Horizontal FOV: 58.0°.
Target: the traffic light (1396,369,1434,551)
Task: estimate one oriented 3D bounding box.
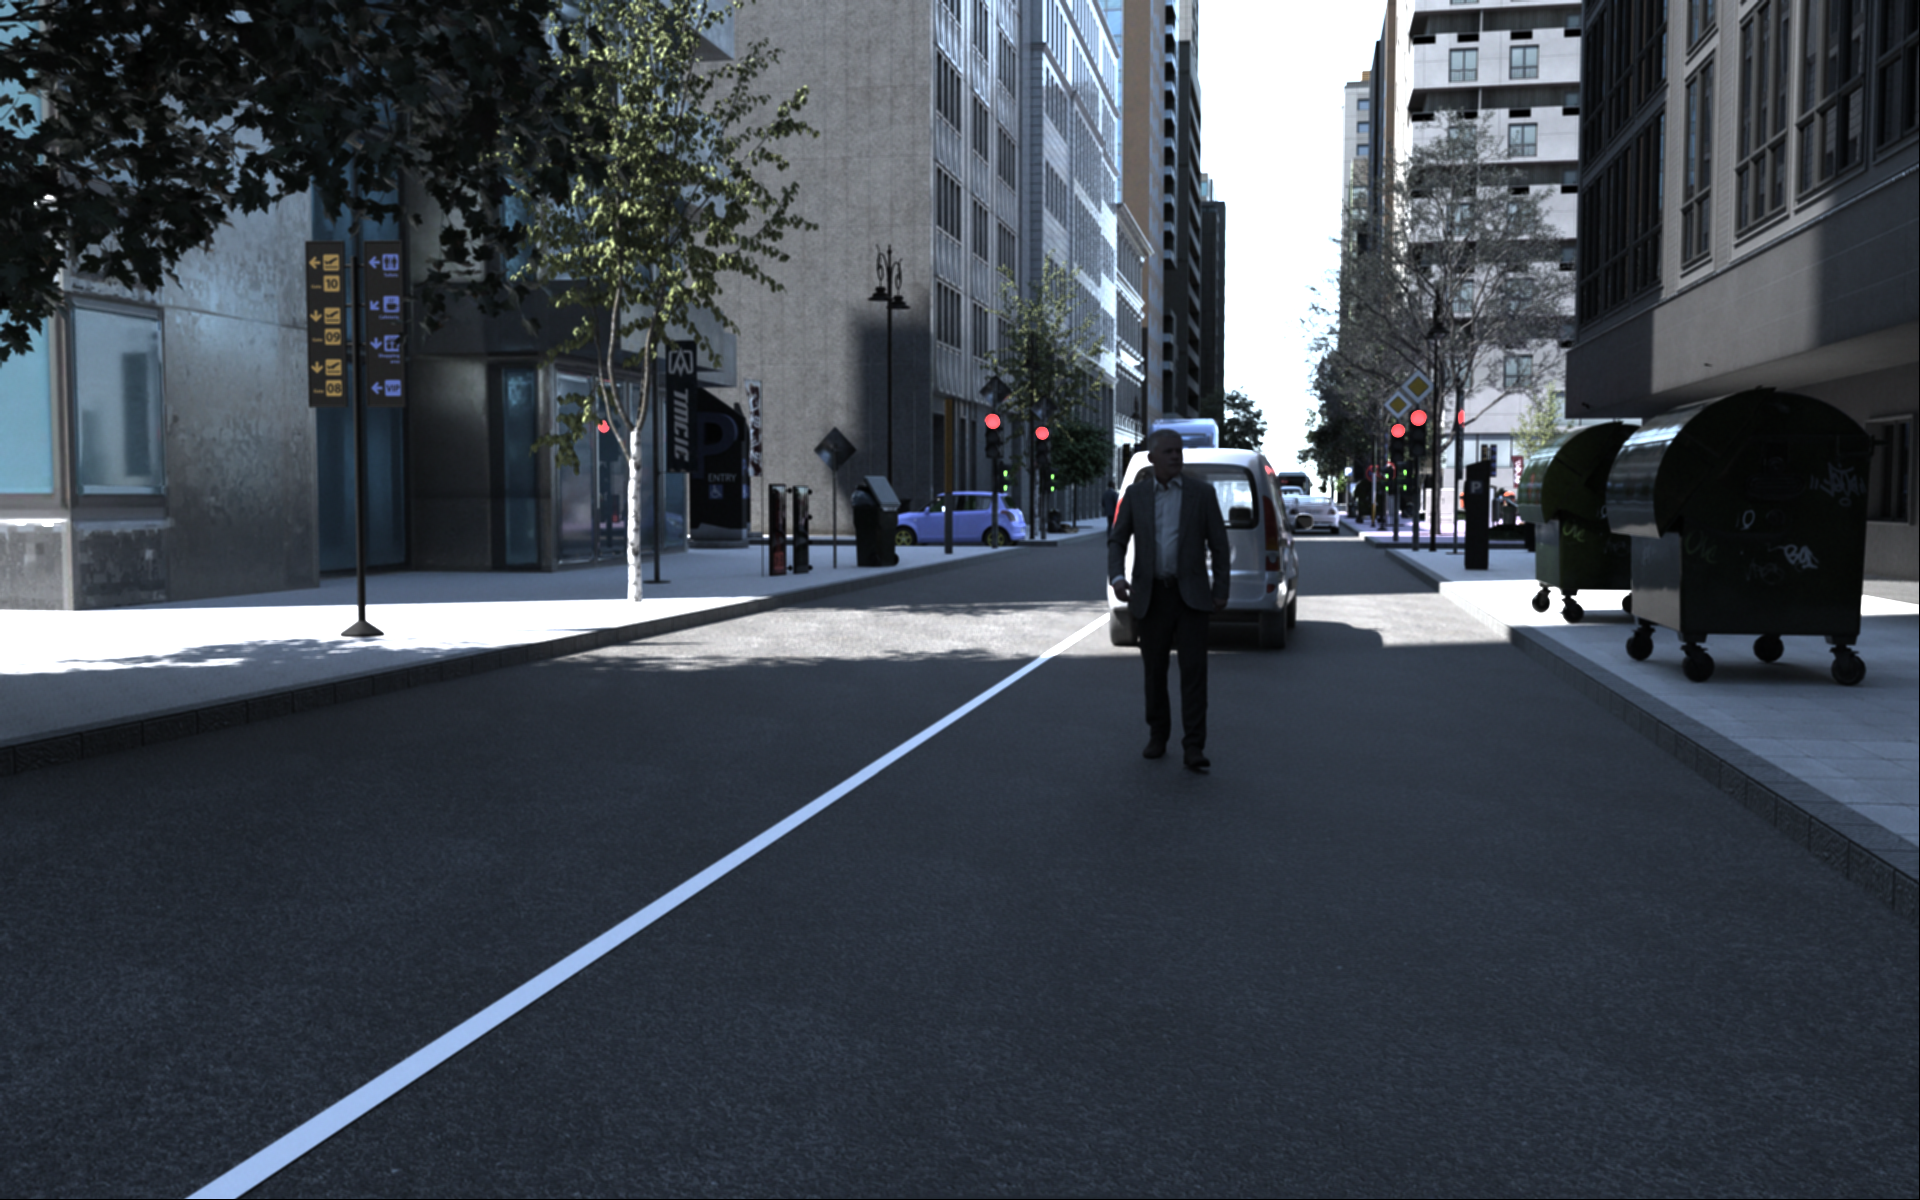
[{"bbox_3d":[10.279,-3.065,39.036,0.839,4.253,0.868,1,4,11],"label":"traffic light"}]

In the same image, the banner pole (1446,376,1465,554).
[{"bbox_3d":[10.580,-2.857,36.725,0.401,3.779,0.863,0,4,5],"label":"banner pole"}]

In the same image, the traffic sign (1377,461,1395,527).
[{"bbox_3d":[16.378,-4.061,66.510,0.768,2.556,0.104,1,4,12],"label":"traffic sign"}]

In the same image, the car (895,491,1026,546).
[{"bbox_3d":[-0.181,-2.120,44.260,3.694,1.707,1.945,1,4,12],"label":"car"}]

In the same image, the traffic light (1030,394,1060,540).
[{"bbox_3d":[2.370,-3.656,48.691,0.839,4.253,0.868,1,4,11],"label":"traffic light"}]

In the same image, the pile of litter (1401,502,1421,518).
[{"bbox_3d":[24.115,-4.763,91.847,1.719,0.858,1.176,-2,4,-24],"label":"pile of litter"}]

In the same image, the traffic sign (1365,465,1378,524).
[{"bbox_3d":[17.872,-4.563,74.705,0.768,2.556,0.104,1,4,19],"label":"traffic sign"}]

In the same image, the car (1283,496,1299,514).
[{"bbox_3d":[14.724,-3.998,77.736,2.083,1.381,4.827,1,4,12],"label":"car"}]

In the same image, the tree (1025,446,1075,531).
[{"bbox_3d":[3.095,-4.044,60.717,1.663,3.219,1.824,0,3,0],"label":"tree"}]

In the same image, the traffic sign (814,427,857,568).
[{"bbox_3d":[-2.155,-1.751,29.819,0.795,2.450,0.064,1,4,18],"label":"traffic sign"}]

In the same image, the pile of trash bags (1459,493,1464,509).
[{"bbox_3d":[30.223,-5.447,98.816,3.447,1.369,1.912,0,4,0],"label":"pile of trash bags"}]

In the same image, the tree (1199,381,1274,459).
[{"bbox_3d":[30.356,-17.630,194.897,9.857,13.997,8.962,0,3,0],"label":"tree"}]

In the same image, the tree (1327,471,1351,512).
[{"bbox_3d":[27.882,-7.991,125.250,1.663,3.219,1.824,0,3,0],"label":"tree"}]

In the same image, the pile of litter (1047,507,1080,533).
[{"bbox_3d":[3.381,-2.646,57.226,1.176,0.858,1.719,1,4,18],"label":"pile of litter"}]

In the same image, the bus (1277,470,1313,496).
[{"bbox_3d":[28.061,-9.210,145.443,2.948,3.499,13.247,1,4,13],"label":"bus"}]

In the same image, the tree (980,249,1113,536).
[{"bbox_3d":[2.459,-6.283,53.085,4.737,8.622,4.395,0,3,0],"label":"tree"}]

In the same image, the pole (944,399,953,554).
[{"bbox_3d":[-0.247,-2.649,37.150,0.158,3.312,0.155,0,3,0],"label":"pole"}]

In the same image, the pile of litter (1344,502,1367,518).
[{"bbox_3d":[21.246,-4.833,92.981,1.176,0.858,1.719,0,4,7],"label":"pile of litter"}]

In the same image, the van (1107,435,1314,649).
[{"bbox_3d":[2.542,-0.645,17.561,2.013,2.044,4.112,1,4,13],"label":"van"}]

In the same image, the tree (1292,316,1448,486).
[{"bbox_3d":[25.337,-11.621,107.009,9.611,12.733,9.660,0,3,0],"label":"tree"}]

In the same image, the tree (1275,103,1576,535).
[{"bbox_3d":[15.026,-8.778,53.884,12.009,13.543,11.850,0,3,0],"label":"tree"}]

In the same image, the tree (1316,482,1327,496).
[{"bbox_3d":[47.059,-14.032,224.024,1.663,3.219,1.824,0,3,0],"label":"tree"}]

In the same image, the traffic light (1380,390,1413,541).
[{"bbox_3d":[11.808,-3.545,46.874,0.839,4.253,0.868,1,4,11],"label":"traffic light"}]

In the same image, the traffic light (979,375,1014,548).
[{"bbox_3d":[0.842,-3.176,40.853,0.839,4.253,0.868,1,4,11],"label":"traffic light"}]

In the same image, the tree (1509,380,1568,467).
[{"bbox_3d":[37.166,-9.806,110.694,4.737,8.622,4.395,0,3,0],"label":"tree"}]

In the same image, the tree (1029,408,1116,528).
[{"bbox_3d":[4.306,-5.054,66.341,4.285,4.588,4.351,0,3,0],"label":"tree"}]

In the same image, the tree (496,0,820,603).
[{"bbox_3d":[-3.799,-4.291,20.527,4.737,8.622,4.395,0,3,0],"label":"tree"}]

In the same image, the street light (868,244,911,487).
[{"bbox_3d":[-1.306,-3.637,32.250,0.468,5.910,1.993,1,4,11],"label":"street light"}]

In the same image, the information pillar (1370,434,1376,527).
[{"bbox_3d":[16.129,-4.656,67.472,0.183,3.616,0.504,1,4,18],"label":"information pillar"}]

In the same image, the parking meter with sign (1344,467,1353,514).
[{"bbox_3d":[25.760,-7.212,114.184,0.543,3.016,1.738,2,4,24],"label":"parking meter with sign"}]

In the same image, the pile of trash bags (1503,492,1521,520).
[{"bbox_3d":[28.638,-4.682,86.297,3.447,1.369,1.912,-1,4,-14],"label":"pile of trash bags"}]

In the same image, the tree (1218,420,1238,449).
[{"bbox_3d":[25.668,-13.536,171.682,4.360,8.622,3.978,0,3,0],"label":"tree"}]

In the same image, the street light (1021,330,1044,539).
[{"bbox_3d":[2.045,-4.662,49.004,0.468,5.910,1.993,1,4,11],"label":"street light"}]

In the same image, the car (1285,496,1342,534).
[{"bbox_3d":[12.917,-3.120,63.370,2.083,1.381,4.827,1,4,11],"label":"car"}]

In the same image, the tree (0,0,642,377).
[{"bbox_3d":[-6.551,-5.642,9.259,9.611,12.733,9.660,0,3,0],"label":"tree"}]

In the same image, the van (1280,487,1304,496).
[{"bbox_3d":[18.890,-5.619,98.886,2.013,2.044,4.112,1,4,12],"label":"van"}]

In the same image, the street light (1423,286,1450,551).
[{"bbox_3d":[10.586,-4.026,38.607,0.468,5.910,1.993,1,4,11],"label":"street light"}]

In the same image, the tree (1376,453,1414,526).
[{"bbox_3d":[17.517,-4.594,69.706,1.663,3.219,1.824,0,3,0],"label":"tree"}]

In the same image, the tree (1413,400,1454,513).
[{"bbox_3d":[30.369,-10.041,114.534,4.360,8.622,3.978,0,3,0],"label":"tree"}]

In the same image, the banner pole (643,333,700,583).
[{"bbox_3d":[-4.152,-2.133,24.896,0.863,3.779,0.401,1,4,8],"label":"banner pole"}]

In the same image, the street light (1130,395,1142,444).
[{"bbox_3d":[8.240,-6.624,81.093,0.468,5.910,1.993,1,4,11],"label":"street light"}]

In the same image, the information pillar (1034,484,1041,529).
[{"bbox_3d":[2.722,-3.525,62.119,0.304,2.012,0.304,-1,4,-13],"label":"information pillar"}]

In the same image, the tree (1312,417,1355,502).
[{"bbox_3d":[33.562,-12.546,155.495,4.360,8.622,3.978,0,3,0],"label":"tree"}]

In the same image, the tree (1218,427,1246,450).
[{"bbox_3d":[28.478,-14.375,185.399,4.737,8.622,4.395,0,3,0],"label":"tree"}]
